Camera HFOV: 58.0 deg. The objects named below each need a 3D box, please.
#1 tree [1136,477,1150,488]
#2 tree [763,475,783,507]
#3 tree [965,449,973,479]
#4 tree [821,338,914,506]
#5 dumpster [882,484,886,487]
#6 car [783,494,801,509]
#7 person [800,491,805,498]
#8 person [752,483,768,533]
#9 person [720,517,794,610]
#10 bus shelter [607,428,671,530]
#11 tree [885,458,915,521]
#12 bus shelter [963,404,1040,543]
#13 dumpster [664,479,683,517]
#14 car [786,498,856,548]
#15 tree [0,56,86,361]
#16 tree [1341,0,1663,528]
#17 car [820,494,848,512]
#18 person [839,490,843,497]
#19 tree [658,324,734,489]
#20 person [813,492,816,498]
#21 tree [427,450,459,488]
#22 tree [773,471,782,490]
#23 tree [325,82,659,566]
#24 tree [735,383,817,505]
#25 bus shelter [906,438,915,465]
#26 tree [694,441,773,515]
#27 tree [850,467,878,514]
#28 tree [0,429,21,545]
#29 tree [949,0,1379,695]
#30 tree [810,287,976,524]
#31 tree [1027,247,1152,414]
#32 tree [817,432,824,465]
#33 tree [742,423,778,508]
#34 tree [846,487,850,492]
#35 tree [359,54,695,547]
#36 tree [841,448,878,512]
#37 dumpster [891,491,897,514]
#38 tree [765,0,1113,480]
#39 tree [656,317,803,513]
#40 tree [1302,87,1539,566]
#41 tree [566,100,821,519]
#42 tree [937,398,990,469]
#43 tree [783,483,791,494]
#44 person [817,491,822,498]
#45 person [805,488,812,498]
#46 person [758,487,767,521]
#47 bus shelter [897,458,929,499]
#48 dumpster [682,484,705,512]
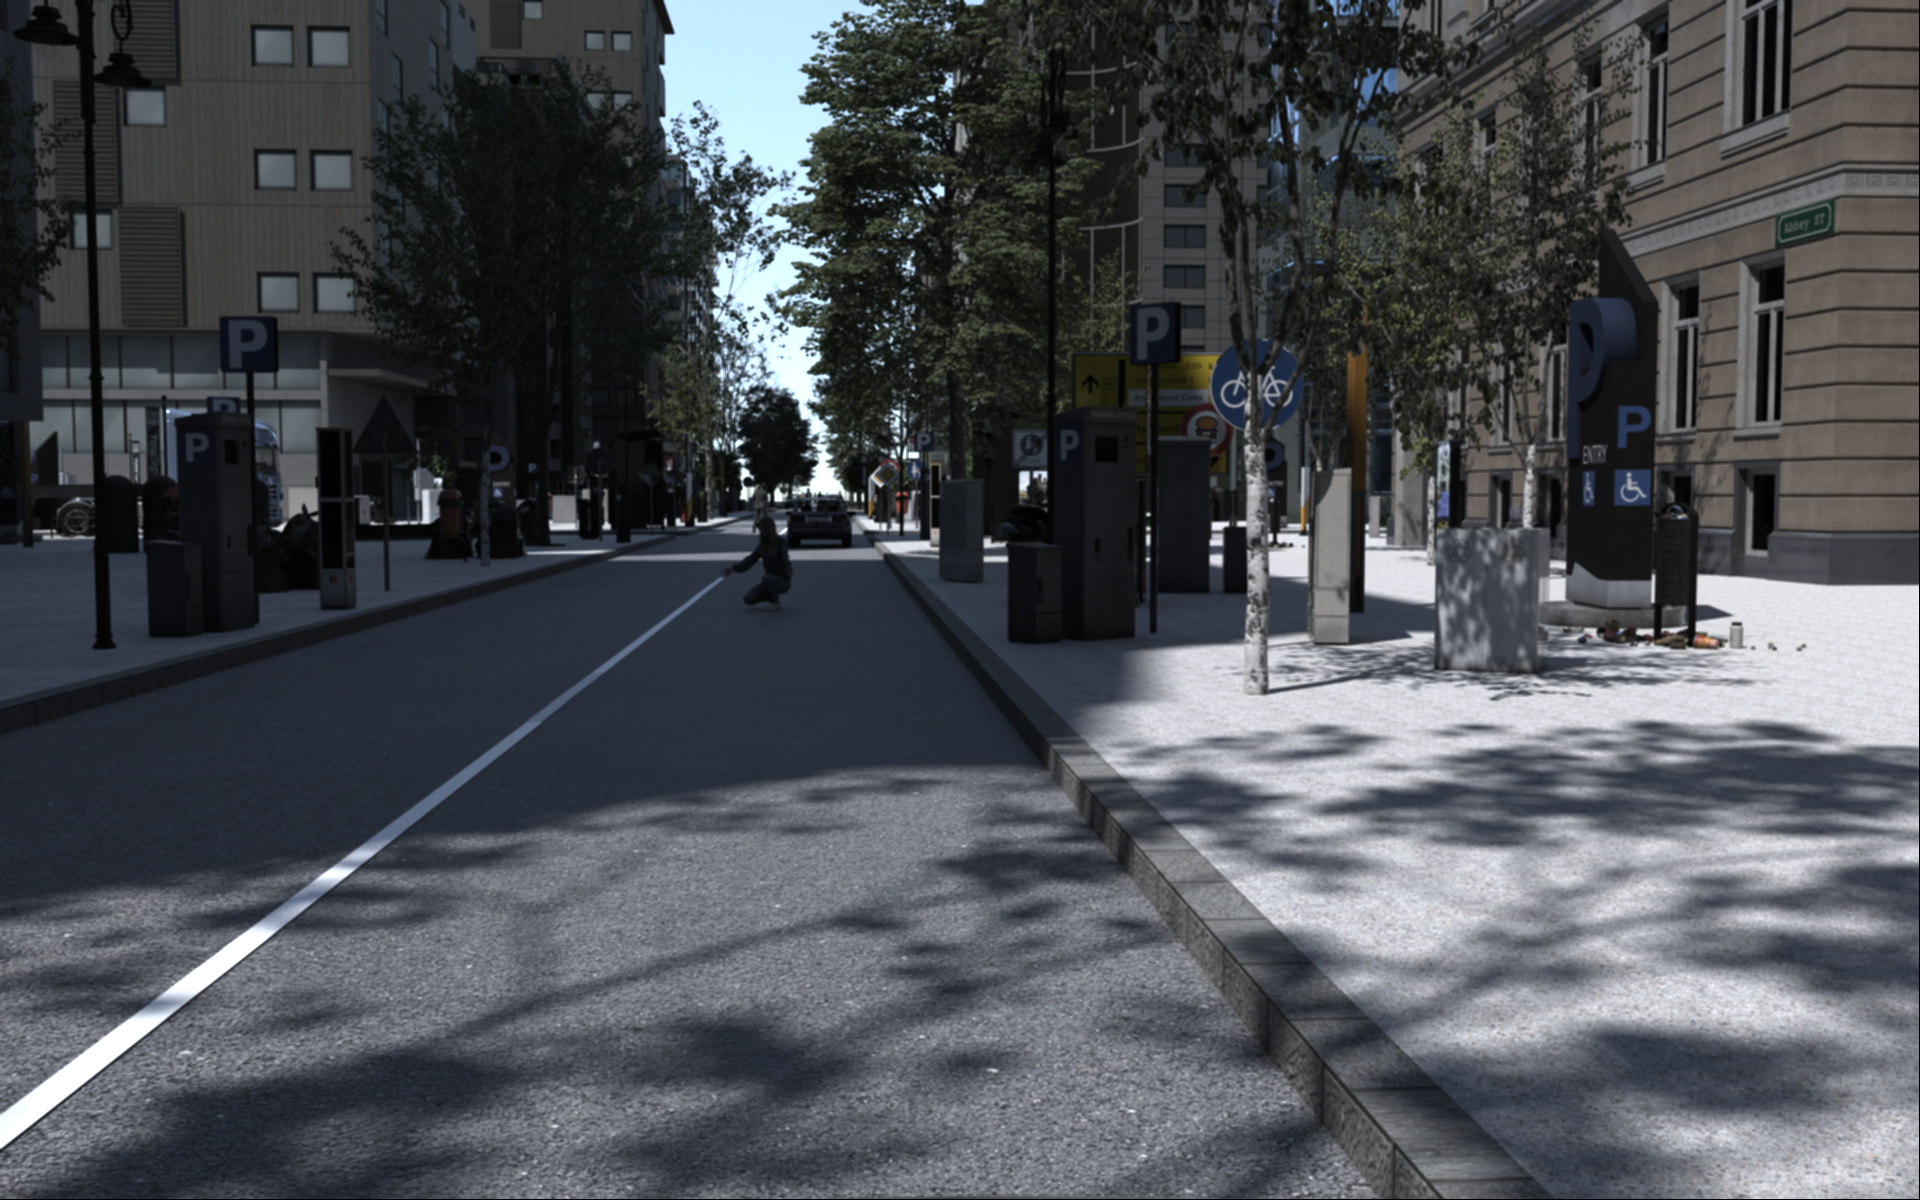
[{"bbox_3d":[8.737,-5.567,85.614,1.663,3.219,1.824,0,3,0],"label":"tree"},{"bbox_3d":[-19.357,-11.110,176.243,1.663,3.219,1.824,0,3,0],"label":"tree"},{"bbox_3d":[1.088,-7.814,111.469,4.285,4.588,4.351,0,3,0],"label":"tree"},{"bbox_3d":[-10.185,-20.248,186.943,12.611,20.169,13.585,0,3,0],"label":"tree"},{"bbox_3d":[-3.686,-5.644,94.769,1.502,2.255,1.985,0,4,-4],"label":"dumpster"},{"bbox_3d":[-15.876,-9.534,165.674,2.009,1.686,4.222,0,4,-5],"label":"car"},{"bbox_3d":[-20.629,-13.393,227.562,1.348,1.812,0.705,1,4,12],"label":"person"},{"bbox_3d":[-7.375,-3.398,63.859,0.655,1.846,0.447,1,4,14],"label":"person"},{"bbox_3d":[-2.347,-0.452,21.389,1.012,1.151,0.738,3,4,39],"label":"person"},{"bbox_3d":[-11.957,-4.505,64.935,1.731,3.624,6.357,0,4,-4],"label":"bus shelter"},{"bbox_3d":[-2.804,-5.428,83.353,1.663,3.219,1.824,0,3,0],"label":"tree"},{"bbox_3d":[1.093,-3.471,48.036,1.731,3.624,6.357,0,4,-4],"label":"bus shelter"},{"bbox_3d":[-16.525,-5.876,98.565,1.502,2.255,1.985,0,4,-4],"label":"dumpster"},{"bbox_3d":[-3.845,-2.150,47.732,1.945,1.354,3.894,0,4,-3],"label":"car"},{"bbox_3d":[-16.577,-4.786,28.614,4.737,8.622,4.395,0,3,0],"label":"tree"},{"bbox_3d":[8.383,-4.611,25.752,4.360,8.622,3.978,0,3,0],"label":"tree"},{"bbox_3d":[-7.443,-5.531,100.214,2.009,1.686,4.222,0,4,-5],"label":"car"},{"bbox_3d":[-8.955,-7.310,129.028,0.512,1.701,0.522,1,4,18],"label":"person"},{"bbox_3d":[-11.777,-7.601,74.642,4.737,8.622,4.395,0,3,0],"label":"tree"},{"bbox_3d":[-22.628,-15.942,269.705,0.434,1.755,0.990,0,4,-3],"label":"person"},{"bbox_3d":[-23.308,-5.029,76.822,1.663,3.219,1.824,0,3,0],"label":"tree"},{"bbox_3d":[-21.102,-12.489,187.909,4.285,4.588,4.351,0,3,0],"label":"tree"},{"bbox_3d":[-8.682,-4.921,30.816,4.737,8.622,4.395,0,3,0],"label":"tree"},{"bbox_3d":[-21.727,-17.922,199.674,9.857,13.997,8.962,0,3,0],"label":"tree"},{"bbox_3d":[-3.683,-8.496,116.547,2.179,5.291,8.768,0,4,-4],"label":"bus shelter"},{"bbox_3d":[-14.875,-7.574,107.542,4.285,4.588,4.351,0,3,0],"label":"tree"},{"bbox_3d":[-5.615,-7.063,110.083,1.663,3.219,1.824,0,3,0],"label":"tree"},{"bbox_3d":[-24.559,-3.034,44.205,1.663,3.219,1.824,0,3,0],"label":"tree"},{"bbox_3d":[1.793,-3.687,10.650,4.360,8.622,3.978,0,3,0],"label":"tree"},{"bbox_3d":[-2.820,-8.591,74.868,8.767,10.594,7.601,1,4,21],"label":"tree"},{"bbox_3d":[3.960,-6.230,52.215,4.737,8.622,4.395,0,3,0],"label":"tree"},{"bbox_3d":[-25.807,-21.827,263.532,9.857,13.997,8.962,0,3,0],"label":"tree"},{"bbox_3d":[-17.919,-12.779,159.292,4.360,8.622,3.978,0,3,0],"label":"tree"},{"bbox_3d":[-13.435,-13.770,219.739,1.663,3.219,1.824,0,3,0],"label":"tree"},{"bbox_3d":[-10.341,-7.122,42.208,9.928,11.665,9.643,0,3,0],"label":"tree"},{"bbox_3d":[-6.758,-8.531,123.191,4.285,4.588,4.351,0,3,0],"label":"tree"},{"bbox_3d":[-3.348,-5.202,90.804,1.264,1.857,1.865,0,4,-4],"label":"dumpster"},{"bbox_3d":[-0.354,-7.145,34.950,7.486,12.596,7.792,0,3,0],"label":"tree"},{"bbox_3d":[-16.086,-12.835,120.216,12.009,13.543,11.850,0,3,0],"label":"tree"},{"bbox_3d":[8.220,-4.923,30.856,4.737,8.622,4.395,0,3,0],"label":"tree"},{"bbox_3d":[-13.478,-14.088,86.229,12.611,20.169,13.585,0,3,0],"label":"tree"},{"bbox_3d":[0.281,-10.254,118.018,4.737,8.622,4.395,0,3,0],"label":"tree"},{"bbox_3d":[-25.100,-15.359,245.715,1.663,3.219,1.824,0,3,0],"label":"tree"},{"bbox_3d":[-15.058,-10.890,187.079,0.617,1.759,0.750,2,4,28],"label":"person"},{"bbox_3d":[-9.833,-6.354,112.411,0.581,1.822,0.654,0,4,-3],"label":"person"},{"bbox_3d":[-8.809,-4.184,77.006,0.767,1.812,0.694,-1,4,-13],"label":"person"},{"bbox_3d":[-2.941,-6.502,100.232,2.014,3.302,5.546,0,4,-4],"label":"bus shelter"},{"bbox_3d":[-15.065,-5.631,97.817,1.264,1.857,1.865,0,4,-4],"label":"dumpster"}]
